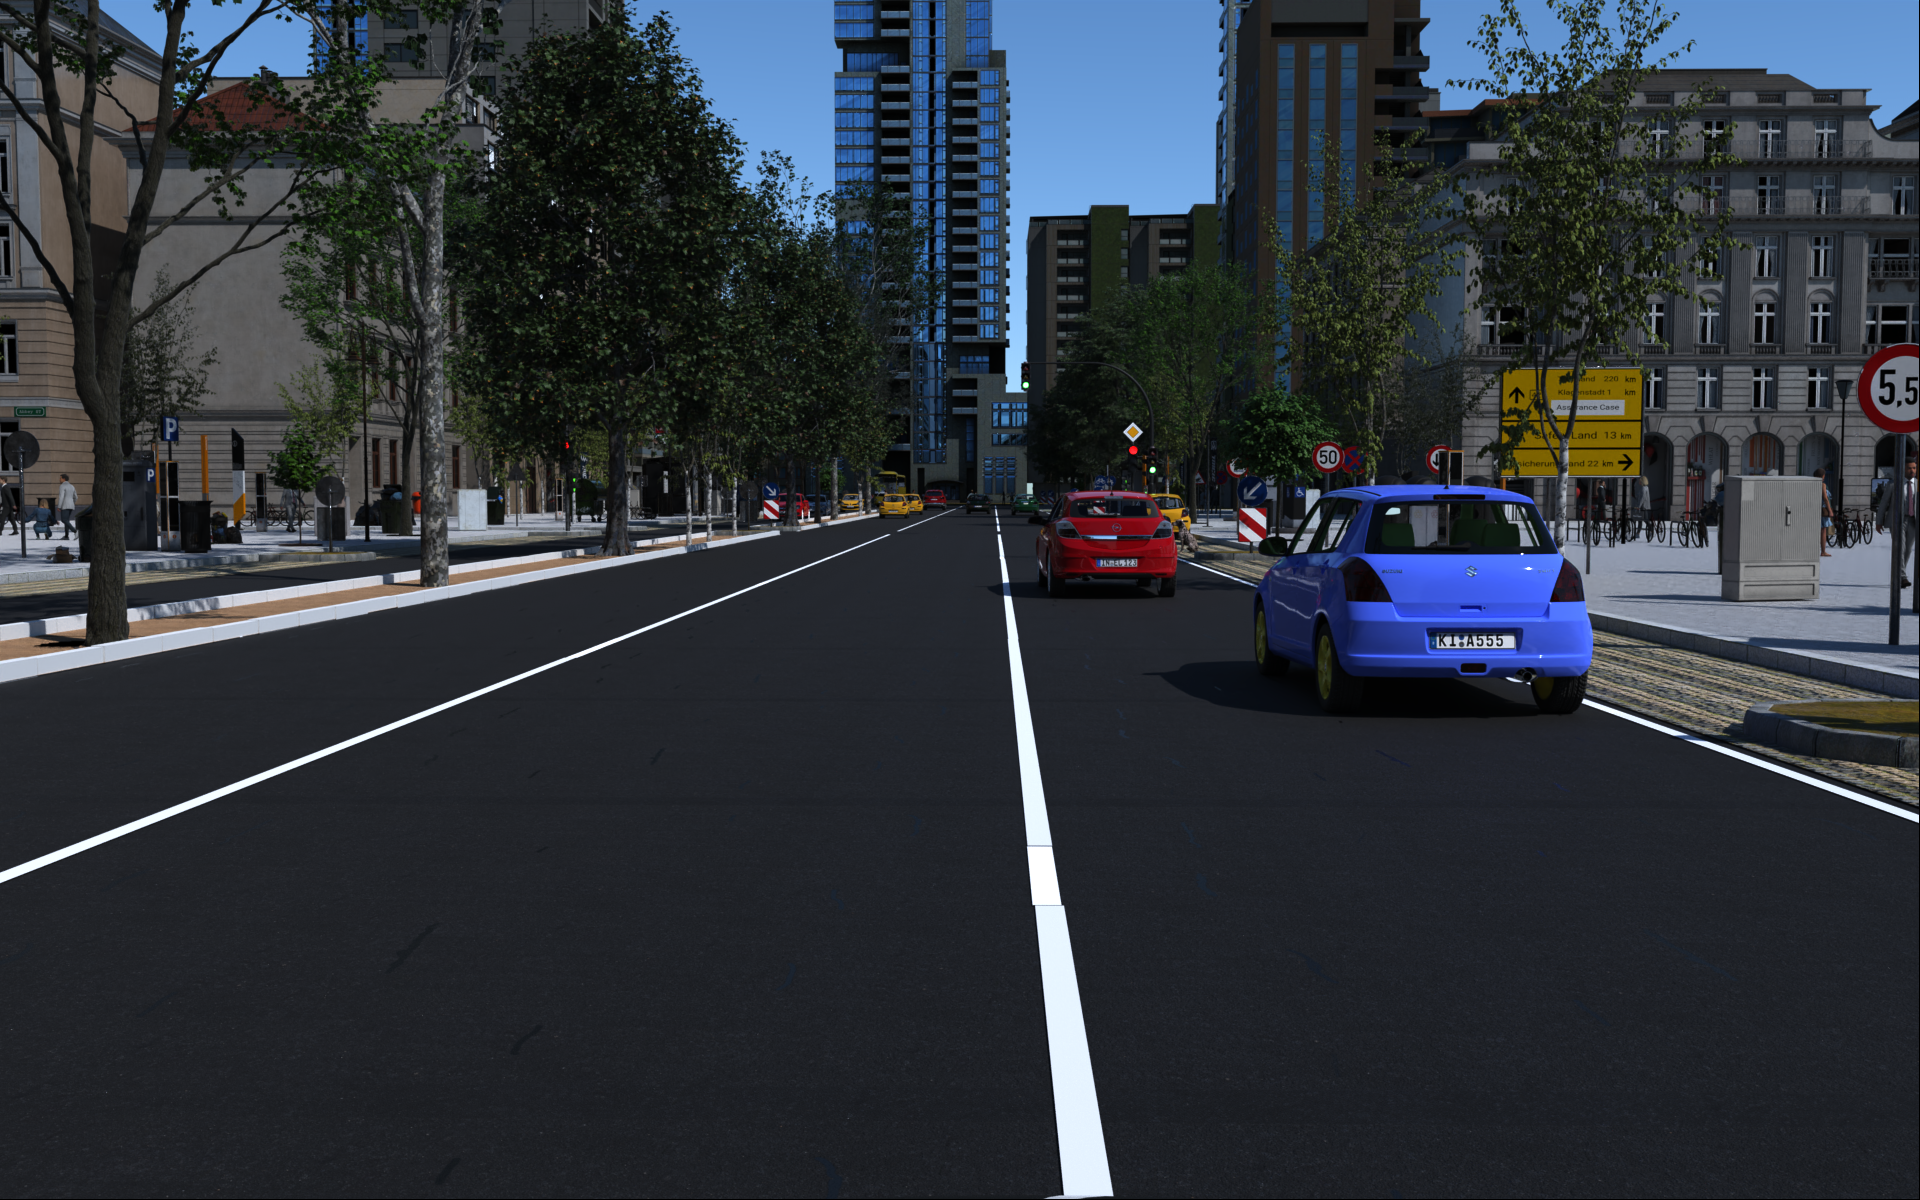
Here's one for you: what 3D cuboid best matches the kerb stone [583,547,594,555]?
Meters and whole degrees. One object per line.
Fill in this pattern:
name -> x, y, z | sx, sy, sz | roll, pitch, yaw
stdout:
kerb stone -> -8.874, -1.137, 40.859 | 0.120, 0.150, 1.000 | 0, 4, 1

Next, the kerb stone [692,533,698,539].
kerb stone -> -8.593, -2.020, 55.220 | 0.120, 0.150, 1.000 | 0, 4, 1

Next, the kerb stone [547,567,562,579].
kerb stone -> -6.998, -0.445, 29.485 | 0.120, 0.150, 1.000 | 0, 4, 1

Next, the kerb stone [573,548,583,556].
kerb stone -> -8.898, -1.079, 39.831 | 0.120, 0.150, 1.000 | 0, 4, 1

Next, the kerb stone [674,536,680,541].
kerb stone -> -8.655, -1.832, 52.148 | 0.120, 0.150, 1.000 | 0, 4, 1

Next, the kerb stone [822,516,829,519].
kerb stone -> -7.744, -4.680, 98.784 | 0.120, 0.150, 1.000 | 0, 4, 1

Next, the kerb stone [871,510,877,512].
kerb stone -> -6.960, -7.130, 138.771 | 0.120, 0.150, 1.000 | 0, 4, 1

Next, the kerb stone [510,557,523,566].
kerb stone -> -8.998, -0.765, 34.711 | 0.120, 0.150, 1.000 | 0, 4, 1

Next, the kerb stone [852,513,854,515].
kerb stone -> -7.405, -5.751, 116.218 | 0.120, 0.150, 1.000 | 0, 4, 1

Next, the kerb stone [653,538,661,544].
kerb stone -> -8.712, -1.643, 49.069 | 0.120, 0.150, 1.000 | 0, 4, 1

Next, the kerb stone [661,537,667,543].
kerb stone -> -8.695, -1.706, 50.093 | 0.120, 0.150, 1.000 | 0, 4, 1

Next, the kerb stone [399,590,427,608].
kerb stone -> -7.130, -0.003, 22.321 | 0.120, 0.150, 1.000 | 0, 4, 1

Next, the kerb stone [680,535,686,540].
kerb stone -> -8.630, -1.894, 53.170 | 0.120, 0.150, 1.000 | 0, 4, 1

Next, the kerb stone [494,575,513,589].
kerb stone -> -7.053, -0.258, 26.410 | 0.120, 0.150, 1.000 | 0, 4, 1

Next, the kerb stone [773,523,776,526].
kerb stone -> -8.201, -3.242, 75.207 | 0.120, 0.150, 1.000 | 0, 4, 1

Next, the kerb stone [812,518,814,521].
kerb stone -> -7.901, -4.182, 90.577 | 0.120, 0.150, 1.000 | 0, 4, 1

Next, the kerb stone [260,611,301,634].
kerb stone -> -7.217, 0.245, 18.214 | 0.120, 0.150, 1.000 | 0, 4, 1

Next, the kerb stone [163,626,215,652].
kerb stone -> -7.263, 0.369, 16.170 | 0.120, 0.150, 1.000 | 0, 4, 1

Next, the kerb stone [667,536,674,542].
kerb stone -> -8.676, -1.769, 51.126 | 0.120, 0.150, 1.000 | 0, 4, 1

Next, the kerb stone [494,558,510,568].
kerb stone -> -9.008, -0.702, 33.681 | 0.120, 0.150, 1.000 | 0, 4, 1

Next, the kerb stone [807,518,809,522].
kerb stone -> -7.945, -4.057, 88.528 | 0.120, 0.150, 1.000 | 0, 4, 1

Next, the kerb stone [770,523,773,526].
kerb stone -> -8.223, -3.175, 74.181 | 0.120, 0.150, 1.000 | 0, 4, 1

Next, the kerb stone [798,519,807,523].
kerb stone -> -7.960, -3.995, 87.506 | 0.120, 0.150, 1.000 | 0, 4, 1

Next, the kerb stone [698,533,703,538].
kerb stone -> -8.571, -2.077, 56.242 | 0.120, 0.150, 1.000 | 0, 4, 1

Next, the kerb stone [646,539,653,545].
kerb stone -> -8.733, -1.581, 48.042 | 0.120, 0.150, 1.000 | 0, 4, 1

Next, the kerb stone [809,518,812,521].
kerb stone -> -7.917, -4.120, 89.550 | 0.120, 0.150, 1.000 | 0, 4, 1

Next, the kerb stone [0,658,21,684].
kerb stone -> -7.314, 0.556, 13.100 | 0.120, 0.150, 1.000 | 0, 4, 1

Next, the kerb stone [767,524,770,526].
kerb stone -> -8.253, -3.110, 73.147 | 0.120, 0.150, 1.000 | 0, 4, 1

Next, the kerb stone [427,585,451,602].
kerb stone -> -7.113, -0.069, 23.342 | 0.120, 0.150, 1.000 | 0, 4, 1

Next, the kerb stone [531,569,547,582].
kerb stone -> -7.025, -0.383, 28.464 | 0.120, 0.150, 1.000 | 0, 4, 1

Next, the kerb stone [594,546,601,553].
kerb stone -> -8.850, -1.204, 41.881 | 0.120, 0.150, 1.000 | 0, 4, 1

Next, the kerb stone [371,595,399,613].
kerb stone -> -7.166, 0.055, 21.299 | 0.120, 0.150, 1.000 | 0, 4, 1

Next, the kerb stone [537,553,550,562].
kerb stone -> -8.951, -0.890, 36.759 | 0.120, 0.150, 1.000 | 0, 4, 1

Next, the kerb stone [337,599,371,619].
kerb stone -> -7.170, 0.118, 20.270 | 0.120, 0.150, 1.000 | 0, 4, 1

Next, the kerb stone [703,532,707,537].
kerb stone -> -8.549, -2.145, 57.263 | 0.120, 0.150, 1.000 | 0, 4, 1

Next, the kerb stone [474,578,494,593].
kerb stone -> -7.077, -0.195, 25.389 | 0.120, 0.150, 1.000 | 0, 4, 1

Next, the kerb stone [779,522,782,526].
kerb stone -> -8.163, -3.368, 77.255 | 0.120, 0.150, 1.000 | 0, 4, 1

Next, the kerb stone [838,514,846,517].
kerb stone -> -7.519, -5.375, 110.069 | 0.120, 0.150, 1.000 | 0, 4, 1

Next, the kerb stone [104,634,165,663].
kerb stone -> -7.280, 0.431, 15.148 | 0.120, 0.150, 1.000 | 0, 4, 1

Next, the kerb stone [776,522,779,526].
kerb stone -> -8.179, -3.305, 76.229 | 0.120, 0.150, 1.000 | 0, 4, 1

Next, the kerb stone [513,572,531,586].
kerb stone -> -7.034, -0.320, 27.433 | 0.120, 0.150, 1.000 | 0, 4, 1

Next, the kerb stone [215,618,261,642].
kerb stone -> -7.242, 0.314, 17.192 | 0.120, 0.150, 1.000 | 0, 4, 1

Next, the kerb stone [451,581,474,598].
kerb stone -> -7.088, -0.133, 24.367 | 0.120, 0.150, 1.000 | 0, 4, 1

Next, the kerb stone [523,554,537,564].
kerb stone -> -8.972, -0.821, 35.736 | 0.120, 0.150, 1.000 | 0, 4, 1

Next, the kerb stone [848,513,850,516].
kerb stone -> -7.467, -5.563, 113.144 | 0.120, 0.150, 1.000 | 0, 4, 1

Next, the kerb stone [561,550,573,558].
kerb stone -> -8.917, -1.013, 38.809 | 0.120, 0.150, 1.000 | 0, 4, 1

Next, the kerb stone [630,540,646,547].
kerb stone -> -8.751, -1.515, 47.005 | 0.120, 0.150, 1.000 | 0, 4, 1

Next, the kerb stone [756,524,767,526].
kerb stone -> -8.261, -3.054, 72.121 | 0.120, 0.150, 1.000 | 0, 4, 1

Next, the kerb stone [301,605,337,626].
kerb stone -> -7.197, 0.180, 19.245 | 0.120, 0.150, 1.000 | 0, 4, 1

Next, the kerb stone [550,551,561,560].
kerb stone -> -8.942, -0.953, 37.783 | 0.120, 0.150, 1.000 | 0, 4, 1

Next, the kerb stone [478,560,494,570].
kerb stone -> -9.032, -0.640, 32.653 | 0.120, 0.150, 1.000 | 0, 4, 1

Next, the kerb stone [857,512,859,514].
kerb stone -> -7.319, -6.000, 120.320 | 0.120, 0.150, 1.000 | 0, 4, 1

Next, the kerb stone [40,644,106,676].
kerb stone -> -7.303, 0.501, 14.122 | 0.120, 0.150, 1.000 | 0, 4, 1
